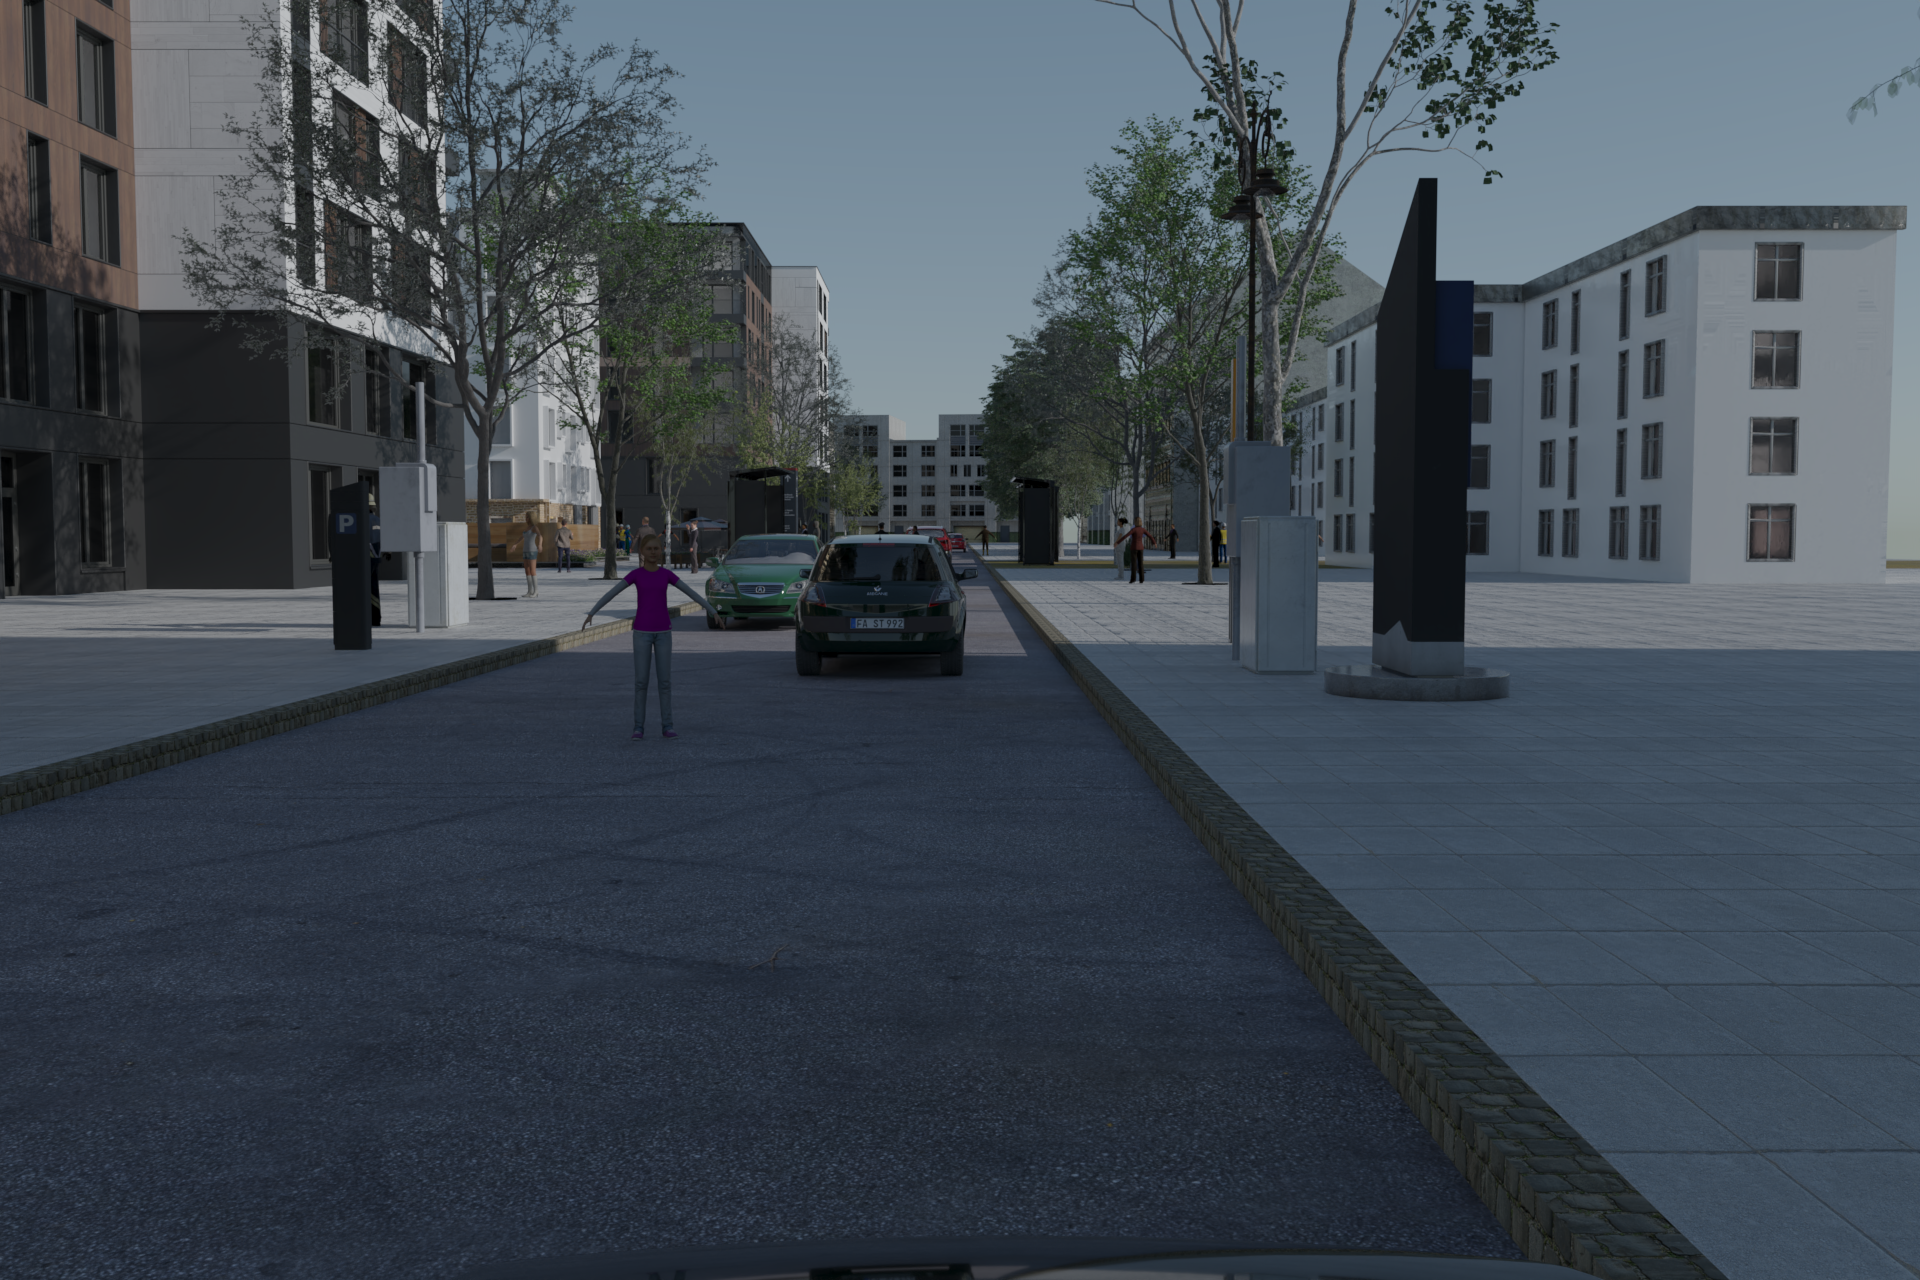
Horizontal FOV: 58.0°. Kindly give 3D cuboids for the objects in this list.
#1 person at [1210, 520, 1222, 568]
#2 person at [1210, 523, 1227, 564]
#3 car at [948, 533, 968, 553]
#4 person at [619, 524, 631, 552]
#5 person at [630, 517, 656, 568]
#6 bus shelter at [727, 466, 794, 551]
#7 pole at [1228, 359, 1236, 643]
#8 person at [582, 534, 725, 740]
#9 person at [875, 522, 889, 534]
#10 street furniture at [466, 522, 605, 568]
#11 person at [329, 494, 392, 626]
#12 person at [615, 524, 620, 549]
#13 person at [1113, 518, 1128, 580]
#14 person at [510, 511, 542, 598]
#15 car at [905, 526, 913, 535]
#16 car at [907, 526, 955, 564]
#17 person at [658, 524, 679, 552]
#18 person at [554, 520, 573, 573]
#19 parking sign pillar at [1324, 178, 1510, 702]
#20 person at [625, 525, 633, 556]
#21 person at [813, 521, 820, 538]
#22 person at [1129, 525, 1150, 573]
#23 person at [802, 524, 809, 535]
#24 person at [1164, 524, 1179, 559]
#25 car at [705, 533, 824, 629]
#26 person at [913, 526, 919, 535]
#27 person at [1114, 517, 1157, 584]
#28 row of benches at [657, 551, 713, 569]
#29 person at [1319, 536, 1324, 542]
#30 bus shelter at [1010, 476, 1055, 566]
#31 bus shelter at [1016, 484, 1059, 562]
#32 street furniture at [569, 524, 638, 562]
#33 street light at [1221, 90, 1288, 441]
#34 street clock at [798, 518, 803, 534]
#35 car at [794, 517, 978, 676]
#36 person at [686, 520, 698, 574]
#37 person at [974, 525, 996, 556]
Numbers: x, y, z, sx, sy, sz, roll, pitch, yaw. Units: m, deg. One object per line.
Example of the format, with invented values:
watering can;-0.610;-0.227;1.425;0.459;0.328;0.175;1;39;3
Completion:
person;9.800;-3.690;66.523;0.705;1.806;1.347;2;4;29
person;11.397;-4.200;75.130;1.216;1.772;0.721;-1;4;-12
car;-0.411;-7.731;135.437;2.155;1.783;4.494;0;3;0
person;-19.099;-5.612;97.718;1.349;1.833;0.705;2;4;27
person;-8.780;-2.539;48.115;0.990;1.755;0.434;-3;5;-41
bus shelter;-7.201;-4.392;63.092;1.731;3.624;6.357;0;4;0
pole;3.249;-1.618;20.292;0.158;3.312;0.155;0;3;0
person;-2.135;-0.021;12.072;0.991;1.433;0.599;-1;4;-17
person;-2.662;-3.097;59.032;1.347;1.837;0.705;1;4;12
street furniture;-16.779;-3.800;68.990;9.812;1.723;11.010;0;4;-7
person;-8.232;-1.108;23.977;0.704;1.845;1.351;1;4;15
person;-18.868;-5.481;95.399;0.705;1.856;1.354;-1;4;-15
person;4.436;-2.569;48.766;0.721;1.739;1.217;1;4;10
person;-8.753;-1.737;35.015;0.721;1.753;1.214;-3;5;-42
car;-1.950;-4.847;87.915;2.281;1.827;5.304;0;4;-1
car;-1.399;-4.444;81.339;2.281;1.827;5.304;0;4;0
person;-16.001;-5.413;94.643;1.345;1.843;0.704;-2;4;-24
person;-13.201;-3.131;57.759;0.617;1.759;0.750;-1;4;-10
parking sign pillar;3.675;-1.552;13.849;1.447;3.967;1.447;0;4;0
person;-19.338;-5.803;101.007;0.704;1.817;1.347;-3;4;-39
person;-5.896;-3.954;70.782;0.705;1.813;1.348;-1;4;-14
person;5.906;-3.105;56.674;0.599;1.838;0.709;-3;4;-36
person;-7.156;-4.410;78.825;0.721;1.740;1.216;-2;4;-34
person;10.967;-5.092;89.483;0.704;1.802;1.346;-2;4;-25
car;-2.909;-0.973;27.700;2.131;1.459;4.920;0;4;0
person;-1.966;-4.077;75.349;0.704;1.802;1.346;1;4;14
person;4.566;-2.332;44.942;1.215;1.729;0.721;-1;4;-20
row of benches;-10.410;-2.991;64.369;1.422;0.672;4.104;1;4;20
person;16.407;-4.566;80.509;1.347;1.847;0.705;-3;5;-39
bus shelter;3.069;-5.021;73.381;1.731;3.624;6.357;0;3;0
bus shelter;3.679;-5.560;82.189;1.731;3.624;6.357;0;4;-1
street furniture;-18.478;-4.551;81.259;9.812;1.723;11.010;1;4;12
street light;3.141;-2.807;18.678;0.468;5.910;1.993;0;4;0
street clock;-7.185;-4.436;77.103;0.358;2.002;0.471;0;4;0
car;-0.802;-0.559;18.924;2.009;1.686;4.222;0;4;0
person;-8.746;-3.021;56.231;0.742;1.727;0.445;3;5;42
person;1.513;-5.945;103.334;1.346;1.812;0.704;0;4;2
